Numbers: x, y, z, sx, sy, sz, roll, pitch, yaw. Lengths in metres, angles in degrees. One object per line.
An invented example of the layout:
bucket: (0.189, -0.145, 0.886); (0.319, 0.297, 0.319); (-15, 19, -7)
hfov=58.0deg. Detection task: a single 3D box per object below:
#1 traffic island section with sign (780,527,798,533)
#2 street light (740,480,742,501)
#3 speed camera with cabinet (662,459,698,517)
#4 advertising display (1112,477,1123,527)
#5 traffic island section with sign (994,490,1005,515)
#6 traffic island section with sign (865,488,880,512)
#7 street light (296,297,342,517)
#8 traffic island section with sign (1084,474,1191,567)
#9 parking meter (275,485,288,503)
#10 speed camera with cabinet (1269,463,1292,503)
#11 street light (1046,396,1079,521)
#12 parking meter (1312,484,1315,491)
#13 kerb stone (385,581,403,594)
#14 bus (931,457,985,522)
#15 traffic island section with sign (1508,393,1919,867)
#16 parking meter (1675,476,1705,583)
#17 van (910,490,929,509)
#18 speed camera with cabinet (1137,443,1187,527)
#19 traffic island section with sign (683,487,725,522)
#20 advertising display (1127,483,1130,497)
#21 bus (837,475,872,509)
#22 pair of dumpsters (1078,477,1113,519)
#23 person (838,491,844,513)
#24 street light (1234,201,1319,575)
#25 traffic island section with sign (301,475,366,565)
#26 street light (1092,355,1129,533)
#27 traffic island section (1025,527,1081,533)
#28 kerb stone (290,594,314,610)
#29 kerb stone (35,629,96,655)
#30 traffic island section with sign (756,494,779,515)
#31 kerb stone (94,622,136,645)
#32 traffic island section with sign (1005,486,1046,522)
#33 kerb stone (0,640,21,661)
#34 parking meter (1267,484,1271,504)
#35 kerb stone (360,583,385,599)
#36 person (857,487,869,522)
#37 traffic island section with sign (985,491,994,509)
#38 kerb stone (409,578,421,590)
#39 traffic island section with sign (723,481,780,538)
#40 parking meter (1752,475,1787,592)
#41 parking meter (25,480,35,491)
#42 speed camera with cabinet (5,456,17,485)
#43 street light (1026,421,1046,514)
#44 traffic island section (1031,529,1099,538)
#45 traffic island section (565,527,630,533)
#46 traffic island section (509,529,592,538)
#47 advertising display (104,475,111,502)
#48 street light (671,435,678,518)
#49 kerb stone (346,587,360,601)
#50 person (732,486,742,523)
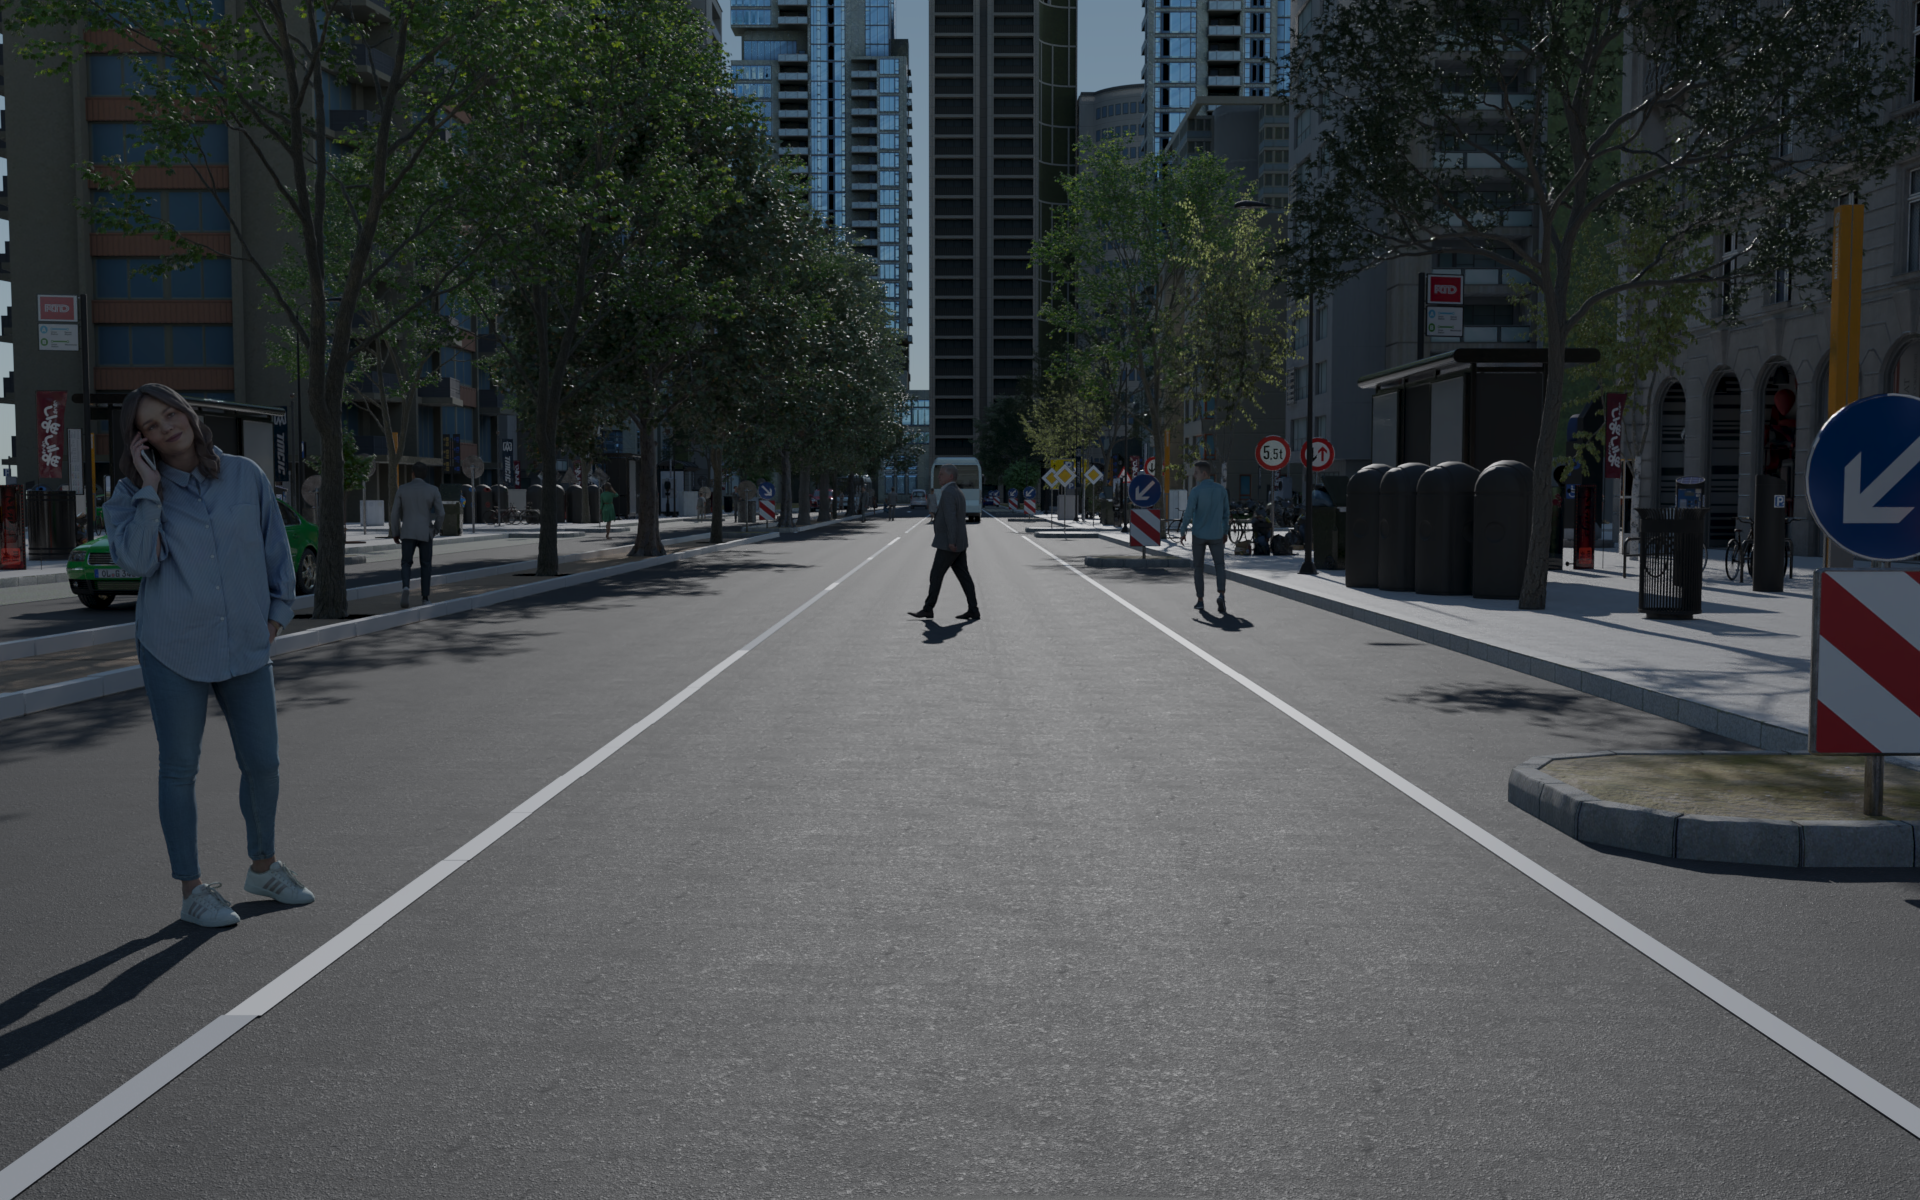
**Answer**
traffic island section with sign: (-7.189, -3.490, 65.193); (2.006, 1.907, 1.989); (0, 3, 0)
street light: (-15.080, -9.230, 123.449); (1.470, 5.913, 1.316); (0, 3, 0)
speed camera with cabinet: (-15.996, -6.398, 98.951); (2.038, 3.252, 0.660); (-3, 4, -37)
advertising display: (6.153, -3.813, 67.558); (0.123, 1.923, 0.974); (-1, 4, -13)
traffic island section with sign: (3.457, -6.634, 117.095); (1.989, 1.847, 2.006); (0, 3, 0)
traffic island section with sign: (-7.261, -8.085, 140.332); (2.006, 1.907, 1.989); (0, 3, 0)
street light: (-15.071, -4.183, 40.939); (1.470, 5.913, 1.316); (0, 3, 0)
traffic island section with sign: (3.531, -1.605, 34.865); (1.989, 1.847, 2.006); (0, 3, 0)
parking meter: (-19.581, -2.542, 49.968); (0.372, 1.533, 0.369); (0, 3, 0)
speed camera with cabinet: (17.579, -6.159, 95.043); (0.660, 3.252, 2.038); (-1, 4, -11)
street light: (4.920, -6.645, 81.192); (1.470, 5.913, 1.316); (0, 3, 0)
parking meter: (8.723, -2.059, 42.084); (0.372, 1.533, 0.369); (0, 3, 0)
kerb stone: (-8.215, -0.171, 24.986); (0.120, 0.150, 1.000); (0, 3, 0)
bus: (-0.107, -6.039, 93.605); (2.948, 3.499, 13.247); (0, 4, 1)
traffic island section with sign: (3.548, 0.063, 7.594); (1.989, 1.847, 2.006); (0, 3, 0)
parking meter: (10.167, -0.962, 24.148); (0.372, 1.533, 0.369); (0, 3, 0)
van: (-3.847, -9.689, 165.423); (2.013, 2.044, 4.112); (0, 4, 1)
speed camera with cabinet: (7.851, -4.458, 67.217); (2.038, 3.252, 0.660); (3, 5, 44)
traffic island section with sign: (-13.353, -5.016, 90.639); (1.989, 1.847, 2.006); (0, 3, 0)
advertising display: (8.680, -5.298, 91.841); (0.974, 1.923, 0.123); (3, 4, 38)
bus: (-10.028, -10.363, 164.293); (2.948, 3.499, 13.247); (0, 4, 0)
pair of dumpsters: (7.099, -5.374, 90.364); (1.574, 2.255, 4.437); (0, 3, 0)
person: (-8.992, -7.440, 130.481); (0.374, 1.781, 0.599); (-2, 4, -34)
street light: (5.036, -3.366, 27.580); (1.470, 5.913, 1.316); (0, 3, 0)
traffic island section with sign: (-13.294, -1.636, 35.382); (1.989, 1.847, 2.006); (0, 3, 0)
street light: (4.962, -5.192, 57.430); (1.470, 5.913, 1.316); (0, 3, 0)
traffic island section: (3.493, -2.646, 65.541); (2.009, 0.180, 2.903); (0, 3, 0)
kerb stone: (-8.231, 0.017, 21.920); (0.120, 0.150, 1.000); (0, 3, 0)
kerb stone: (-8.207, 0.392, 15.778); (0.120, 0.150, 1.000); (0, 3, 0)
traffic island section with sign: (-13.360, -6.665, 117.595); (1.989, 1.847, 2.006); (0, 3, 0)
kerb stone: (-8.211, 0.331, 16.800); (0.120, 0.150, 1.000); (0, 3, 0)
traffic island section with sign: (3.486, -4.985, 90.140); (1.989, 1.847, 2.006); (0, 3, 0)
kerb stone: (-8.215, 0.455, 14.757); (0.120, 0.150, 1.000); (0, 3, 0)
parking meter: (18.628, -6.010, 103.981); (0.399, 1.863, 0.255); (-1, 4, -23)
kerb stone: (-8.213, -0.108, 23.964); (0.120, 0.150, 1.000); (0, 3, 0)
person: (-4.948, -4.874, 88.295); (0.694, 1.812, 0.767); (3, 5, 41)
traffic island section with sign: (3.421, -9.742, 167.915); (1.989, 1.847, 2.006); (0, 3, 0)
kerb stone: (-8.215, -0.233, 26.012); (0.120, 0.150, 1.000); (0, 3, 0)
traffic island section with sign: (-7.193, -3.037, 57.786); (2.006, 1.907, 1.989); (0, 3, 0)
parking meter: (10.644, -0.878, 22.773); (0.372, 1.533, 0.369); (0, 3, 0)
parking meter: (-39.520, -4.152, 73.600); (0.399, 1.863, 0.255); (-2, 4, -30)
speed camera with cabinet: (-48.997, -5.801, 89.178); (0.660, 3.252, 2.038); (0, 4, -7)
street light: (4.954, -8.424, 110.273); (1.470, 5.913, 1.316); (0, 3, 0)
traffic island section: (3.500, -2.158, 57.556); (2.009, 0.180, 2.903); (0, 3, 0)
traffic island section: (-13.648, -2.645, 65.532); (2.009, 0.180, 2.903); (0, 3, 0)
traffic island section: (-13.642, -2.157, 57.547); (2.009, 0.180, 2.903); (0, 3, 0)
advertising display: (-28.189, -3.239, 58.169); (0.974, 1.923, 0.123); (-3, 4, -38)
street light: (-15.034, -7.451, 94.368); (1.470, 5.913, 1.316); (0, 3, 0)
kerb stone: (-8.217, -0.046, 22.942); (0.120, 0.150, 1.000); (0, 3, 0)
person: (-11.122, -4.811, 86.963); (0.655, 1.846, 0.447); (-1, 4, -17)
